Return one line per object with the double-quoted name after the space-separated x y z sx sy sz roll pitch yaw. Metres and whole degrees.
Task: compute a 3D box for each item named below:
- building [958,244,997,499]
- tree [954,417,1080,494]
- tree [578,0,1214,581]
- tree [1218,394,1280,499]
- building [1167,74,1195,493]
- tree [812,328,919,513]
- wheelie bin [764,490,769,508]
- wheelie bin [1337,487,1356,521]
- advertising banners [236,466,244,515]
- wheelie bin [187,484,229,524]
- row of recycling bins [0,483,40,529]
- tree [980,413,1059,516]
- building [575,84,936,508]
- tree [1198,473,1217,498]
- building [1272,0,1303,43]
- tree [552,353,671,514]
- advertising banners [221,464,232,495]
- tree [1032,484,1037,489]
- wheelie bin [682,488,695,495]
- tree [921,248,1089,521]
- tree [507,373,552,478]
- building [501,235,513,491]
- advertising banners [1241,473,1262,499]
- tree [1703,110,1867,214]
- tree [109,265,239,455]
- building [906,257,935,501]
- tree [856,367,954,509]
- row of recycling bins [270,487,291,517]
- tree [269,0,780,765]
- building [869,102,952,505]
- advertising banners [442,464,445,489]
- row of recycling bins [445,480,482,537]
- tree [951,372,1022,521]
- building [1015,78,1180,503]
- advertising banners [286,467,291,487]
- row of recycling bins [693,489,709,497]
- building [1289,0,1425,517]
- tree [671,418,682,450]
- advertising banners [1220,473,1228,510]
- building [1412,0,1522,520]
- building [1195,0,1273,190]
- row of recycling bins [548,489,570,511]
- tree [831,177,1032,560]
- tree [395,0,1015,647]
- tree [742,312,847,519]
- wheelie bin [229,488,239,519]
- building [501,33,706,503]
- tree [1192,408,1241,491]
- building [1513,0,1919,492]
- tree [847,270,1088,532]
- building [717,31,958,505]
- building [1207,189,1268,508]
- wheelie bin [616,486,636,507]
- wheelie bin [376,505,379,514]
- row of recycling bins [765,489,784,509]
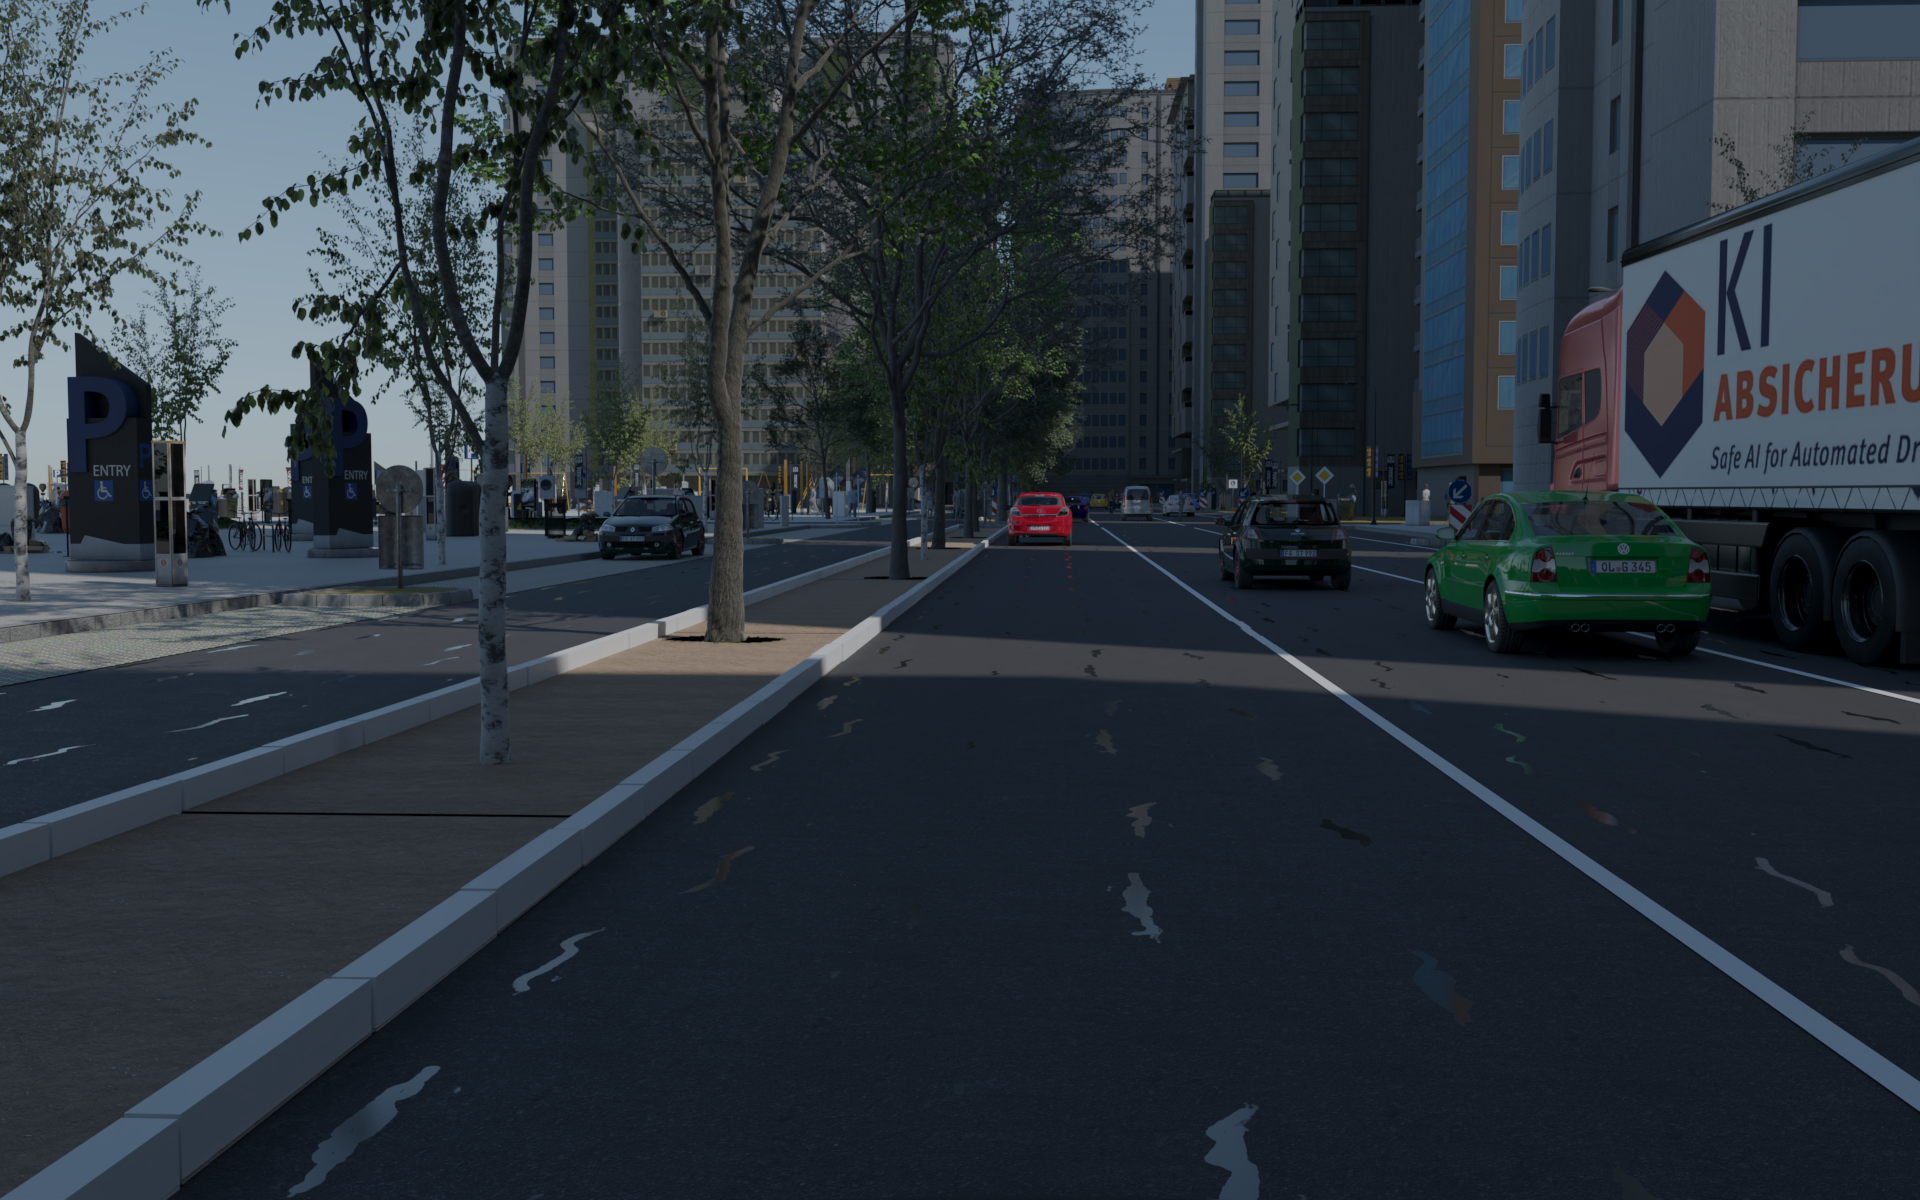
-5.684 -40.687 254.478 27.495 52.752 28.713 0 4 3 "building"
4.819 -13.380 138.226 9.611 12.733 9.660 0 3 0 "tree"
-0.989 -7.071 28.435 12.009 13.543 11.850 0 3 0 "tree"
21.195 -10.818 127.233 4.737 8.622 4.395 0 3 0 "tree"
40.644 -38.222 214.167 28.713 52.752 27.495 0 4 3 "building"
-6.533 -12.072 115.506 7.486 12.596 7.792 0 3 0 "tree"
-15.362 -7.810 135.596 0.693 1.594 0.980 -1 4 -18 "wheelie bin"
18.502 -4.585 82.870 0.980 1.594 0.693 2 4 30 "wheelie bin"
-50.945 -7.664 121.501 0.090 3.025 2.074 1 4 19 "advertising banners"
-22.660 -2.691 51.902 0.980 1.594 0.693 0 4 5 "wheelie bin"
-35.827 -3.478 63.983 3.534 1.692 1.069 0 4 -5 "row of recycling bins"
3.120 -11.665 111.307 7.486 12.596 7.792 0 3 0 "tree"
-18.339 -29.135 168.245 32.217 40.220 23.993 0 4 3 "building"
22.456 -10.015 158.352 1.663 3.219 1.824 0 3 0 "tree"
38.829 -33.213 132.271 28.713 52.752 27.495 0 4 3 "building"
-18.218 -8.594 90.882 4.737 8.622 4.395 0 3 0 "tree"
-43.214 -6.475 102.058 0.090 3.025 2.074 -3 5 -39 "advertising banners"
3.087 -9.321 105.220 4.737 8.622 4.395 0 3 0 "tree"
-13.605 -4.807 86.509 0.980 1.594 0.693 2 4 28 "wheelie bin"
2.123 -10.992 88.824 9.857 13.997 8.962 0 3 0 "tree"
-26.542 -9.534 106.251 4.737 8.622 4.395 0 3 0 "tree"
-58.143 -34.655 250.210 14.086 41.232 14.154 0 4 3 "building"
23.550 -8.750 139.254 2.074 3.025 0.090 0 4 6 "advertising banners"
15.799 -5.130 34.236 4.360 8.622 3.978 0 3 0 "tree"
-25.103 -6.409 55.144 4.737 8.622 4.395 0 3 0 "tree"
-9.629 -25.408 187.116 14.160 30.474 14.107 0 4 3 "building"
-4.268 -14.175 148.769 9.611 12.733 9.660 0 3 0 "tree"
-37.522 -5.545 97.767 1.069 1.692 3.534 2 4 34 "row of recycling bins"
-2.465 -3.446 9.155 4.360 8.622 3.978 0 3 0 "tree"
-8.291 -33.678 200.739 14.600 45.320 14.200 0 4 3 "building"
-30.587 -6.367 100.288 0.090 3.025 2.074 3 5 40 "advertising banners"
-15.343 -2.849 53.698 1.069 1.692 3.534 -1 4 -11 "row of recycling bins"
1.173 -7.862 81.359 4.360 8.622 3.978 0 3 0 "tree"
21.919 -43.237 248.925 28.212 58.520 21.231 0 4 3 "building"
-42.892 -7.127 112.717 0.090 3.025 2.074 3 5 40 "advertising banners"
-22.282 -8.206 141.274 3.534 1.692 1.069 -2 4 -35 "row of recycling bins"
26.640 -20.329 104.074 14.160 30.474 14.107 0 4 3 "building"
-21.490 -10.332 119.296 4.737 8.622 4.395 0 3 0 "tree"
22.056 -9.067 144.430 0.090 3.025 2.074 2 4 26 "advertising banners"
31.151 -26.623 85.393 14.200 45.320 14.600 0 4 3 "building"
35.714 -39.414 186.414 21.231 58.520 28.212 0 4 3 "building"
-31.439 -7.736 133.597 1.069 1.692 3.534 2 4 30 "row of recycling bins"
-0.746 -5.151 37.040 4.737 8.622 4.395 0 3 0 "tree"
-2.165 -5.387 16.288 9.928 11.665 9.643 0 3 0 "tree"
-7.103 -9.447 88.873 7.601 10.594 8.767 1 4 18 "tree"
-38.147 -5.057 90.583 0.693 1.594 0.980 3 5 41 "wheelie bin"
-42.676 -41.538 221.144 28.212 58.520 21.231 0 4 3 "building"
22.161 -12.182 149.532 4.360 8.622 3.978 0 3 0 "tree"
27.861 -31.097 50.432 21.231 58.520 28.212 0 4 3 "building"
0.650 -7.857 65.332 8.767 10.594 7.601 0 4 3 "tree"
-14.460 -41.486 220.294 28.212 58.520 21.231 0 4 3 "building"
30.695 -24.138 166.361 14.160 30.474 14.107 0 4 3 "building"
-13.828 -3.911 71.847 0.693 1.594 0.980 -3 5 -43 "wheelie bin"
-37.513 -6.318 111.204 0.693 1.594 0.980 -1 4 -15 "wheelie bin"
-15.592 -8.257 142.116 1.069 1.692 3.534 -3 5 -41 "row of recycling bins"
